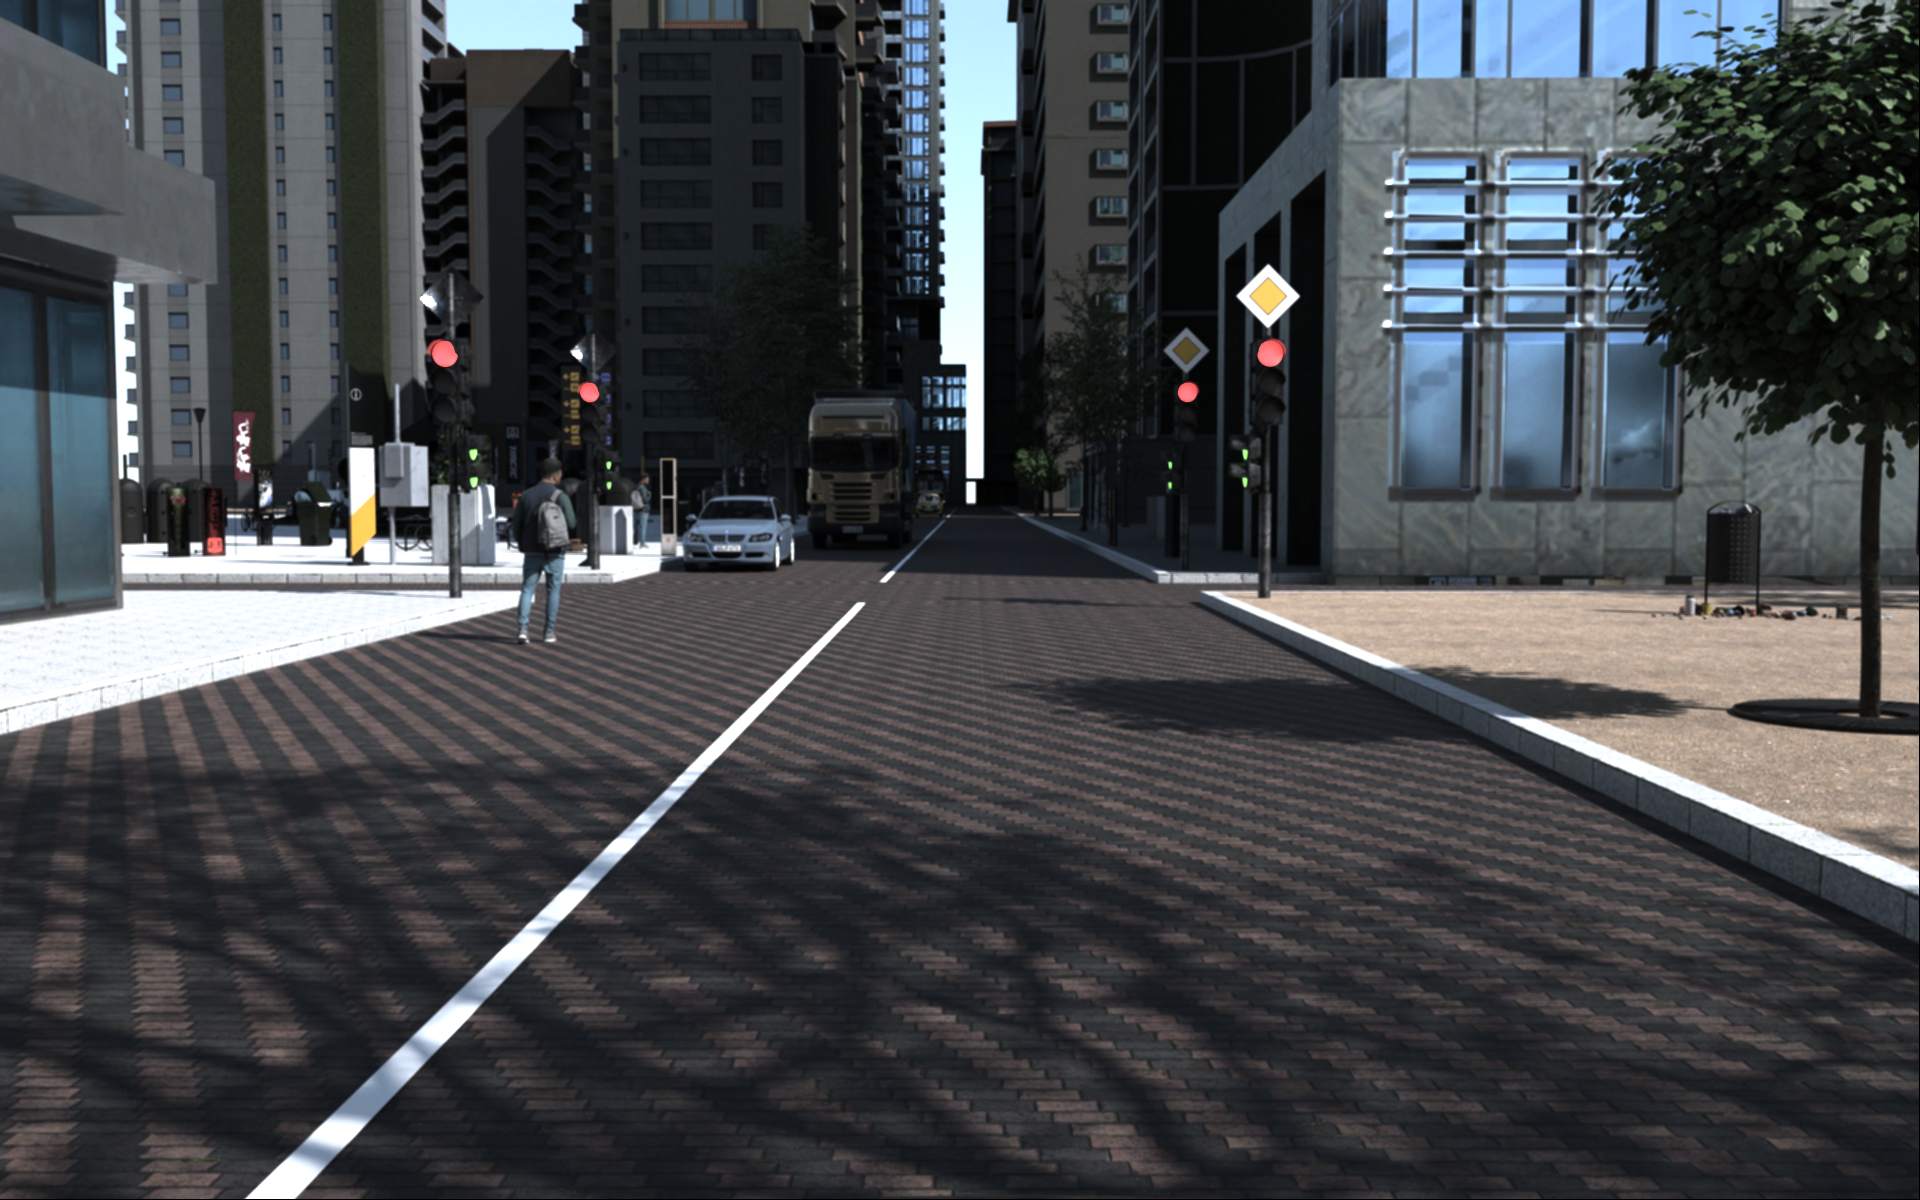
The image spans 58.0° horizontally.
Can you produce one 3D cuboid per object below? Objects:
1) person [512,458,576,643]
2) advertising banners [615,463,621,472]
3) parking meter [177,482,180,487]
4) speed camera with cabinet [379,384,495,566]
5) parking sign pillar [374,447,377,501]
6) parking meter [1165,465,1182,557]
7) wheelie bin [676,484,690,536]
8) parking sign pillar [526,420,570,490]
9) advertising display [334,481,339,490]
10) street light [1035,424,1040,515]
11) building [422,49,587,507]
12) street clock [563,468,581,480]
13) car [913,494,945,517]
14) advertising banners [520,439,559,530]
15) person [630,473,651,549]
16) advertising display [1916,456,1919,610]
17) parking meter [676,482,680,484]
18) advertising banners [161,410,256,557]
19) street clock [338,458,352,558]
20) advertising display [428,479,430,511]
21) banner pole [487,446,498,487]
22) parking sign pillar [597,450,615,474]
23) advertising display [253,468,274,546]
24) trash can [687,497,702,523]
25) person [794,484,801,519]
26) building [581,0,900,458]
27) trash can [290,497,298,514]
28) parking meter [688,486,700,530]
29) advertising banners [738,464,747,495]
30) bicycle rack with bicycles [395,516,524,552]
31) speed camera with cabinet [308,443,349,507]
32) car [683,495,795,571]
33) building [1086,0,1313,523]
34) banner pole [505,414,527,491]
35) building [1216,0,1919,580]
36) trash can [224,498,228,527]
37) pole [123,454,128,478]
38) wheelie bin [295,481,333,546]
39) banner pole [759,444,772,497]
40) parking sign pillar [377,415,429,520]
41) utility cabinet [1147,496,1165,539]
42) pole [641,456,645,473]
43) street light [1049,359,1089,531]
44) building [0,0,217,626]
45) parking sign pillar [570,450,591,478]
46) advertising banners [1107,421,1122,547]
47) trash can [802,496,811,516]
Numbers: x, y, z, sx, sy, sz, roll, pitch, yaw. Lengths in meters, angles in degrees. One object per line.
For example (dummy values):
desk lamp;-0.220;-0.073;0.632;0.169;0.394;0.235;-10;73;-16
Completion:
person;-4.012;-0.482;16.722;0.623;1.781;0.721;-1;4;-9
advertising banners;-18.446;-6.149;96.721;2.074;3.025;0.090;0;4;7
parking meter;-38.904;-4.947;86.599;0.399;1.863;0.255;0;4;4
speed camera with cabinet;-9.414;-2.254;31.181;2.038;3.252;0.660;1;4;17
parking sign pillar;-27.187;-5.594;79.941;1.447;3.967;1.447;0;4;6
parking meter;4.364;-1.805;35.229;0.255;1.863;0.399;-1;4;-22
wheelie bin;-8.718;-2.750;52.864;0.693;1.594;0.980;2;4;27
parking sign pillar;-15.131;-4.564;63.099;1.447;3.967;1.447;0;4;-6
advertising display;-31.775;-5.082;88.306;0.123;1.923;0.974;-1;4;-10
street light;4.118;-8.065;104.399;1.470;5.913;1.316;0;4;0
building;-44.030;-31.949;172.476;14.200;45.320;14.600;0;4;0
street clock;-10.751;-2.660;48.064;0.471;2.002;0.358;-1;4;-8
car;-1.945;-6.038;108.946;2.015;1.641;3.980;0;4;-1
advertising banners;-13.591;-3.660;56.026;2.074;3.025;0.090;3;5;40
person;-7.491;-2.094;40.626;0.623;1.781;0.721;2;4;35
advertising display;11.031;-0.861;19.298;0.974;1.923;0.123;-2;4;-27
parking meter;-14.265;-4.964;86.866;0.399;1.863;0.255;1;4;13
advertising banners;-15.478;-2.422;35.787;0.090;3.025;2.074;3;4;37
street clock;-12.215;-1.848;34.781;0.471;2.002;0.358;1;4;18
advertising display;-22.521;-4.113;72.460;0.123;1.923;0.974;1;4;19
banner pole;-21.640;-5.505;80.031;0.863;3.779;0.401;2;4;29
parking sign pillar;-21.004;-6.823;100.034;1.447;3.967;1.447;2;4;33
advertising display;-17.385;-2.327;43.258;0.123;1.923;0.974;0;4;-1
trash can;-11.151;-3.715;72.401;0.748;1.137;0.748;0;3;0
person;-8.447;-4.962;87.450;0.850;1.792;0.678;-1;4;-20
building;-21.303;-33.545;168.063;30.456;49.044;23.786;0;4;0
trash can;-29.160;-3.964;76.463;0.748;1.137;0.748;0;3;0
parking meter;-8.545;-2.885;55.580;0.372;1.533;0.369;0;3;0
advertising banners;-13.419;-6.411;101.009;2.074;3.025;0.090;1;4;9
bicycle rack with bicycles;-11.592;-1.605;39.625;2.925;0.926;2.852;0;4;5
speed camera with cabinet;-24.300;-4.436;66.859;2.038;3.252;0.660;2;4;35
car;-4.237;-1.325;33.664;2.014;1.417;4.499;0;4;0
building;16.605;-39.149;78.342;20.563;71.187;20.611;0;4;0
banner pole;-13.758;-3.911;53.959;0.863;3.779;0.401;-2;4;-34
building;21.435;-44.218;35.639;31.000;86.520;22.319;0;4;0
trash can;-27.593;-3.228;64.432;0.748;1.137;0.748;0;3;0
pole;-42.623;-5.788;88.478;0.158;3.312;0.155;0;3;0
wheelie bin;-15.980;-2.133;42.776;0.693;1.594;0.980;1;4;16
banner pole;-9.452;-5.796;84.773;0.863;3.779;0.401;0;4;2
parking sign pillar;-18.766;-4.300;58.770;1.447;3.967;1.447;-2;4;-31
utility cabinet;5.617;-2.349;49.570;0.306;1.237;1.020;1;4;22
pole;-16.975;-6.055;92.845;0.158;3.312;0.155;0;3;0
street light;3.765;-5.338;59.822;1.470;5.913;1.316;0;4;0
building;-22.143;-23.780;8.409;30.456;49.044;23.786;0;4;0
parking sign pillar;-15.832;-4.940;69.234;1.447;3.967;1.447;-3;5;-41
advertising banners;3.805;-2.838;42.590;0.090;3.025;2.074;0;4;-2
trash can;-8.996;-5.569;102.713;0.748;1.137;0.748;0;3;0
